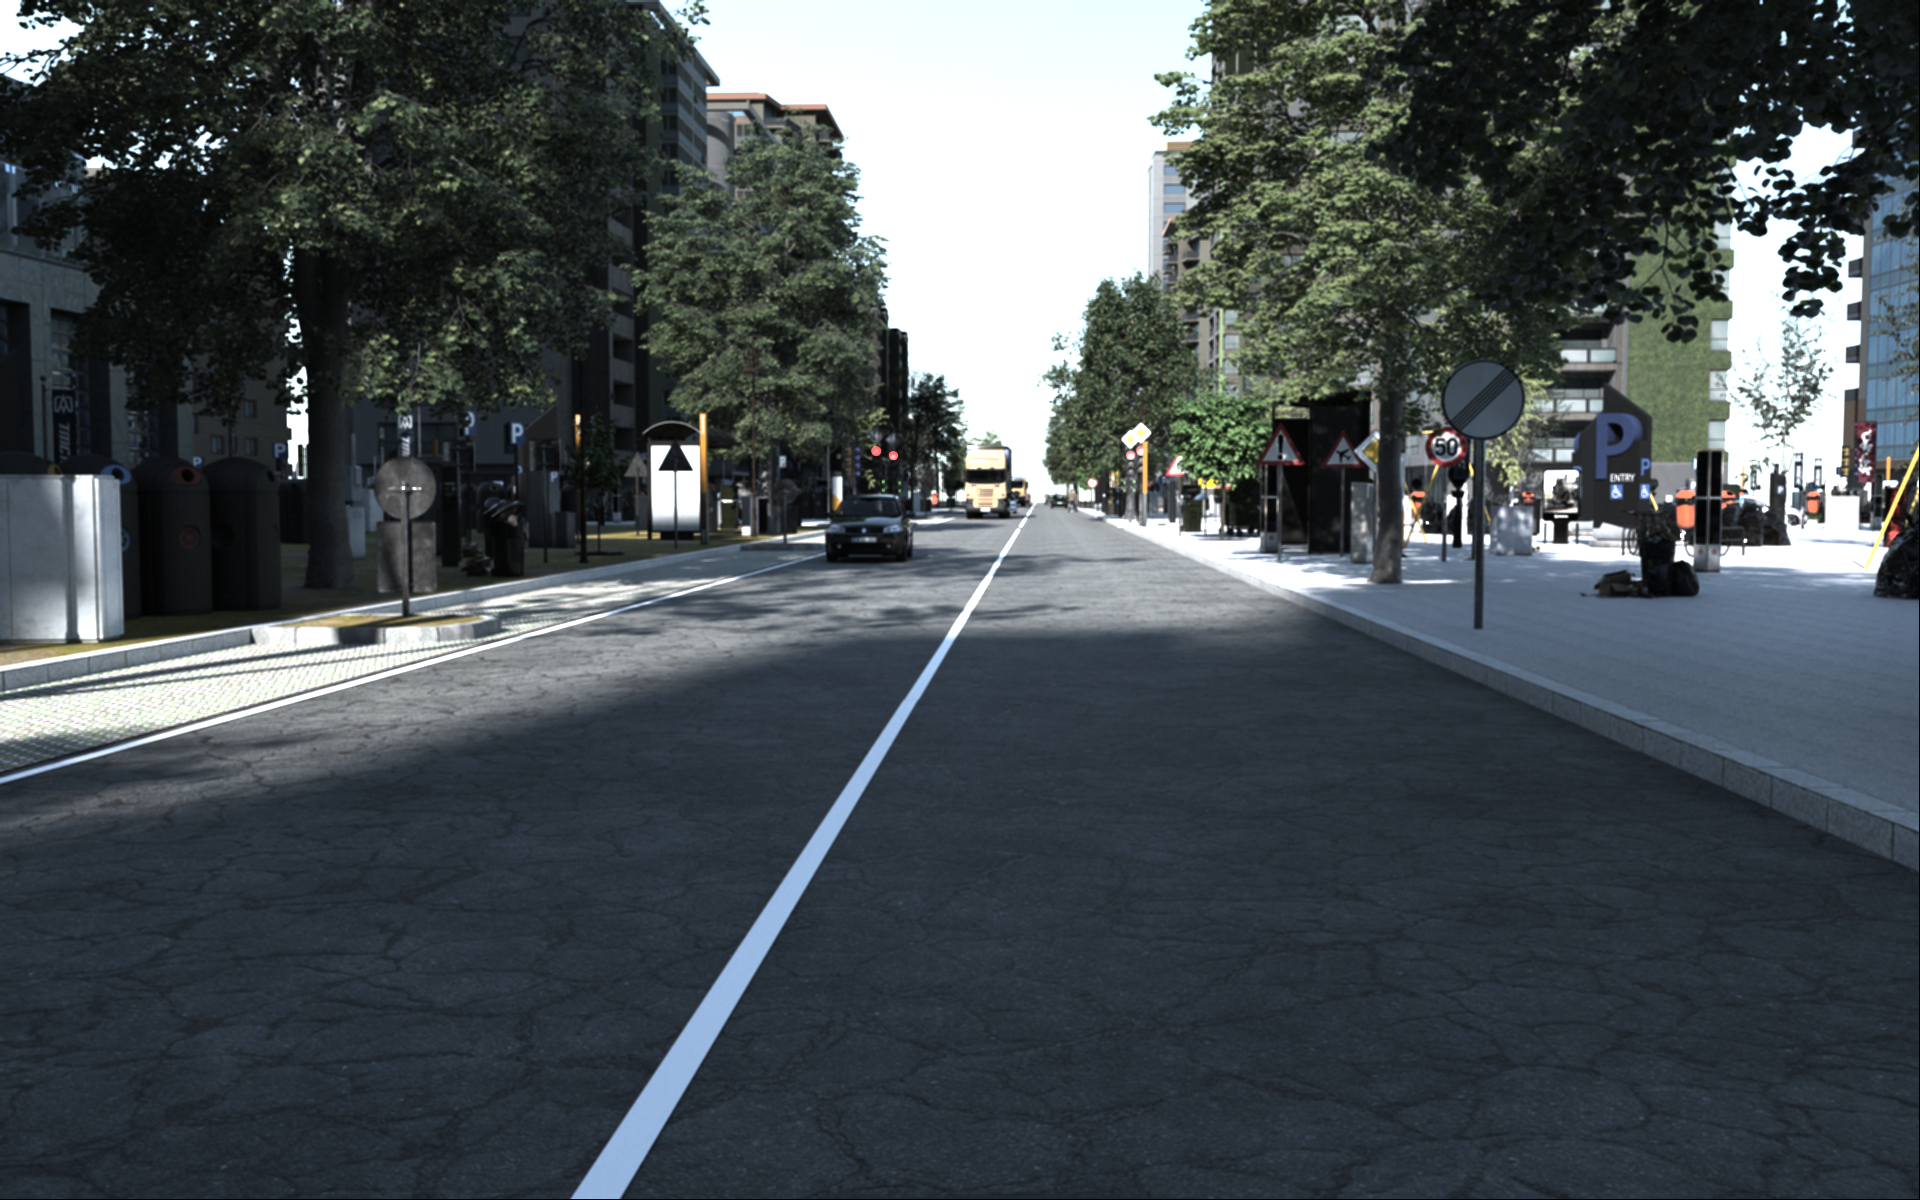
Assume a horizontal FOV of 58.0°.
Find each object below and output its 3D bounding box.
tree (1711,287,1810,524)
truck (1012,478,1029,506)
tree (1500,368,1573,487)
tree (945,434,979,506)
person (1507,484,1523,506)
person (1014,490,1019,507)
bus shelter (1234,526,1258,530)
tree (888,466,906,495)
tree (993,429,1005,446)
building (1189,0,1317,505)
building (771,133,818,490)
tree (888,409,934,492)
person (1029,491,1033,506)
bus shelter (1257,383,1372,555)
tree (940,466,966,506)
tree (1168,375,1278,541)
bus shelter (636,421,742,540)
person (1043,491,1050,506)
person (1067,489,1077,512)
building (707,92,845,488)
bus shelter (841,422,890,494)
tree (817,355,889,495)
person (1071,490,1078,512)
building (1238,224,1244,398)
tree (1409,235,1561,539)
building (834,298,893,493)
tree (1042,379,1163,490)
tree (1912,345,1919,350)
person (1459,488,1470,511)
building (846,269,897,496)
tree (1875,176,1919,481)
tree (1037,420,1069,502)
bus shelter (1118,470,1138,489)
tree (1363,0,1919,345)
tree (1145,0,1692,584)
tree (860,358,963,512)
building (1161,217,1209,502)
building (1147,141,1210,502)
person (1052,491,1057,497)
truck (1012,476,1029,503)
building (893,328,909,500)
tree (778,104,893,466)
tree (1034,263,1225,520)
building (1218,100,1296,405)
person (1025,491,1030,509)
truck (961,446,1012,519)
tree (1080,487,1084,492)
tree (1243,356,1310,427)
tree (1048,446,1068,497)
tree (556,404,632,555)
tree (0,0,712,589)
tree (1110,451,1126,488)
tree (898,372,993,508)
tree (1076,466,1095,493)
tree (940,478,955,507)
[{"bbox_3d":[28.408,-6.685,59.667,4.360,8.622,3.978,0,3,0],"label":"tree"},{"bbox_3d":[6.502,-12.768,204.686,3.469,3.379,9.791,0,4,4],"label":"truck"},{"bbox_3d":[27.310,-8.194,84.333,4.360,8.622,3.978,0,3,0],"label":"tree"},{"bbox_3d":[-0.032,-14.455,186.698,4.737,8.622,4.395,0,3,0],"label":"tree"},{"bbox_3d":[23.024,-3.887,71.823,0.659,1.850,0.755,1,4,14],"label":"person"},{"bbox_3d":[6.242,-11.076,189.455,0.599,1.838,0.709,2,4,32],"label":"person"},{"bbox_3d":[10.272,-4.016,59.581,2.014,3.302,5.546,0,4,3],"label":"bus shelter"},{"bbox_3d":[-4.387,-6.882,107.115,1.663,3.219,1.824,0,3,0],"label":"tree"},{"bbox_3d":[5.221,-23.411,300.890,7.486,12.596,7.792,0,3,0],"label":"tree"},{"bbox_3d":[37.888,-46.605,200.244,20.563,71.187,20.611,0,4,3],"label":"building"},{"bbox_3d":[-30.328,-28.937,165.006,32.217,40.220,23.993,0,4,3],"label":"building"},{"bbox_3d":[-3.527,-11.388,136.558,4.360,8.622,3.978,0,3,0],"label":"tree"},{"bbox_3d":[8.741,-12.622,214.863,0.705,1.824,1.348,-1,4,-18],"label":"person"},{"bbox_3d":[8.062,-2.967,39.786,1.731,3.624,6.357,0,4,3],"label":"bus shelter"},{"bbox_3d":[-0.567,-12.106,181.639,4.285,4.588,4.351,0,3,0],"label":"tree"},{"bbox_3d":[7.234,-3.925,47.884,4.285,4.588,4.351,0,3,0],"label":"tree"},{"bbox_3d":[-7.838,-3.472,50.687,2.014,3.302,5.546,0,4,3],"label":"bus shelter"},{"bbox_3d":[10.474,-12.260,209.500,0.990,1.755,0.434,1,4,19],"label":"person"},{"bbox_3d":[9.101,-8.052,140.063,0.836,1.842,0.656,2,4,32],"label":"person"},{"bbox_3d":[-24.587,-32.835,191.470,22.147,44.769,28.867,0,4,3],"label":"building"},{"bbox_3d":[-5.365,-7.421,98.972,2.179,5.291,8.768,0,4,3],"label":"bus shelter"},{"bbox_3d":[-5.373,-8.341,86.742,4.737,8.622,4.395,0,3,0],"label":"tree"},{"bbox_3d":[9.349,-8.106,141.615,0.643,1.750,0.593,0,4,-1],"label":"person"},{"bbox_3d":[34.131,-24.332,169.527,14.160,30.474,14.107,0,4,3],"label":"building"},{"bbox_3d":[14.425,-6.030,48.955,4.737,8.622,4.395,0,3,0],"label":"tree"},{"bbox_3d":[-18.110,-29.743,258.005,14.160,30.474,14.107,0,4,3],"label":"building"},{"bbox_3d":[10.710,-11.399,120.793,7.601,10.594,8.767,2,4,24],"label":"tree"},{"bbox_3d":[31.879,-8.077,50.194,7.486,12.596,7.792,0,3,0],"label":"tree"},{"bbox_3d":[20.993,-3.872,72.234,0.576,1.772,0.534,2,4,29],"label":"person"},{"bbox_3d":[-26.074,-35.794,277.114,32.217,40.220,23.993,0,4,3],"label":"building"},{"bbox_3d":[21.606,-5.319,37.332,4.360,8.622,3.978,0,3,0],"label":"tree"},{"bbox_3d":[17.705,-22.843,283.852,12.009,13.543,11.850,0,3,0],"label":"tree"},{"bbox_3d":[13.689,-9.911,139.680,2.179,5.291,8.768,0,4,3],"label":"bus shelter"},{"bbox_3d":[6.125,-6.279,9.319,9.857,13.997,8.962,0,3,0],"label":"tree"},{"bbox_3d":[6.362,-6.537,25.008,7.486,12.596,7.792,0,3,0],"label":"tree"},{"bbox_3d":[-3.575,-11.341,119.830,8.767,10.594,7.601,2,4,34],"label":"tree"},{"bbox_3d":[42.456,-37.430,266.608,22.147,44.769,28.867,0,4,3],"label":"building"},{"bbox_3d":[42.341,-46.042,294.790,21.231,58.520,28.212,0,4,3],"label":"building"},{"bbox_3d":[12.653,-13.442,228.351,1.350,1.814,0.705,0,4,-8],"label":"person"},{"bbox_3d":[8.970,-16.444,258.623,2.967,4.110,18.799,0,4,4],"label":"truck"},{"bbox_3d":[-16.246,-32.067,295.989,14.160,30.474,14.107,0,4,3],"label":"building"},{"bbox_3d":[-6.659,-9.281,58.398,9.857,13.997,8.962,0,3,0],"label":"tree"},{"bbox_3d":[8.534,-10.363,86.444,9.611,12.733,9.660,0,3,0],"label":"tree"},{"bbox_3d":[34.317,-30.562,183.276,14.154,41.232,14.086,0,4,3],"label":"building"},{"bbox_3d":[6.685,-9.920,171.226,0.617,1.759,0.750,0,4,-4],"label":"person"},{"bbox_3d":[1.725,-6.979,103.026,2.839,4.237,11.283,0,4,3],"label":"truck"},{"bbox_3d":[13.875,-13.892,177.499,4.360,8.622,3.978,0,3,0],"label":"tree"},{"bbox_3d":[16.459,-8.534,89.894,4.737,8.622,4.395,0,3,0],"label":"tree"},{"bbox_3d":[18.621,-22.779,298.190,9.928,11.665,9.643,0,3,0],"label":"tree"},{"bbox_3d":[-7.593,-2.580,36.789,1.663,3.219,1.824,0,3,0],"label":"tree"},{"bbox_3d":[-8.563,-7.143,23.437,9.857,13.997,8.962,0,3,0],"label":"tree"},{"bbox_3d":[11.543,-10.881,128.271,4.737,8.622,4.395,0,3,0],"label":"tree"},{"bbox_3d":[-2.466,-14.896,161.682,7.486,12.596,7.792,0,3,0],"label":"tree"},{"bbox_3d":[11.996,-10.634,157.585,4.285,4.588,4.351,0,3,0],"label":"tree"},{"bbox_3d":[-1.121,-11.161,177.081,1.663,3.219,1.824,0,3,0],"label":"tree"}]
